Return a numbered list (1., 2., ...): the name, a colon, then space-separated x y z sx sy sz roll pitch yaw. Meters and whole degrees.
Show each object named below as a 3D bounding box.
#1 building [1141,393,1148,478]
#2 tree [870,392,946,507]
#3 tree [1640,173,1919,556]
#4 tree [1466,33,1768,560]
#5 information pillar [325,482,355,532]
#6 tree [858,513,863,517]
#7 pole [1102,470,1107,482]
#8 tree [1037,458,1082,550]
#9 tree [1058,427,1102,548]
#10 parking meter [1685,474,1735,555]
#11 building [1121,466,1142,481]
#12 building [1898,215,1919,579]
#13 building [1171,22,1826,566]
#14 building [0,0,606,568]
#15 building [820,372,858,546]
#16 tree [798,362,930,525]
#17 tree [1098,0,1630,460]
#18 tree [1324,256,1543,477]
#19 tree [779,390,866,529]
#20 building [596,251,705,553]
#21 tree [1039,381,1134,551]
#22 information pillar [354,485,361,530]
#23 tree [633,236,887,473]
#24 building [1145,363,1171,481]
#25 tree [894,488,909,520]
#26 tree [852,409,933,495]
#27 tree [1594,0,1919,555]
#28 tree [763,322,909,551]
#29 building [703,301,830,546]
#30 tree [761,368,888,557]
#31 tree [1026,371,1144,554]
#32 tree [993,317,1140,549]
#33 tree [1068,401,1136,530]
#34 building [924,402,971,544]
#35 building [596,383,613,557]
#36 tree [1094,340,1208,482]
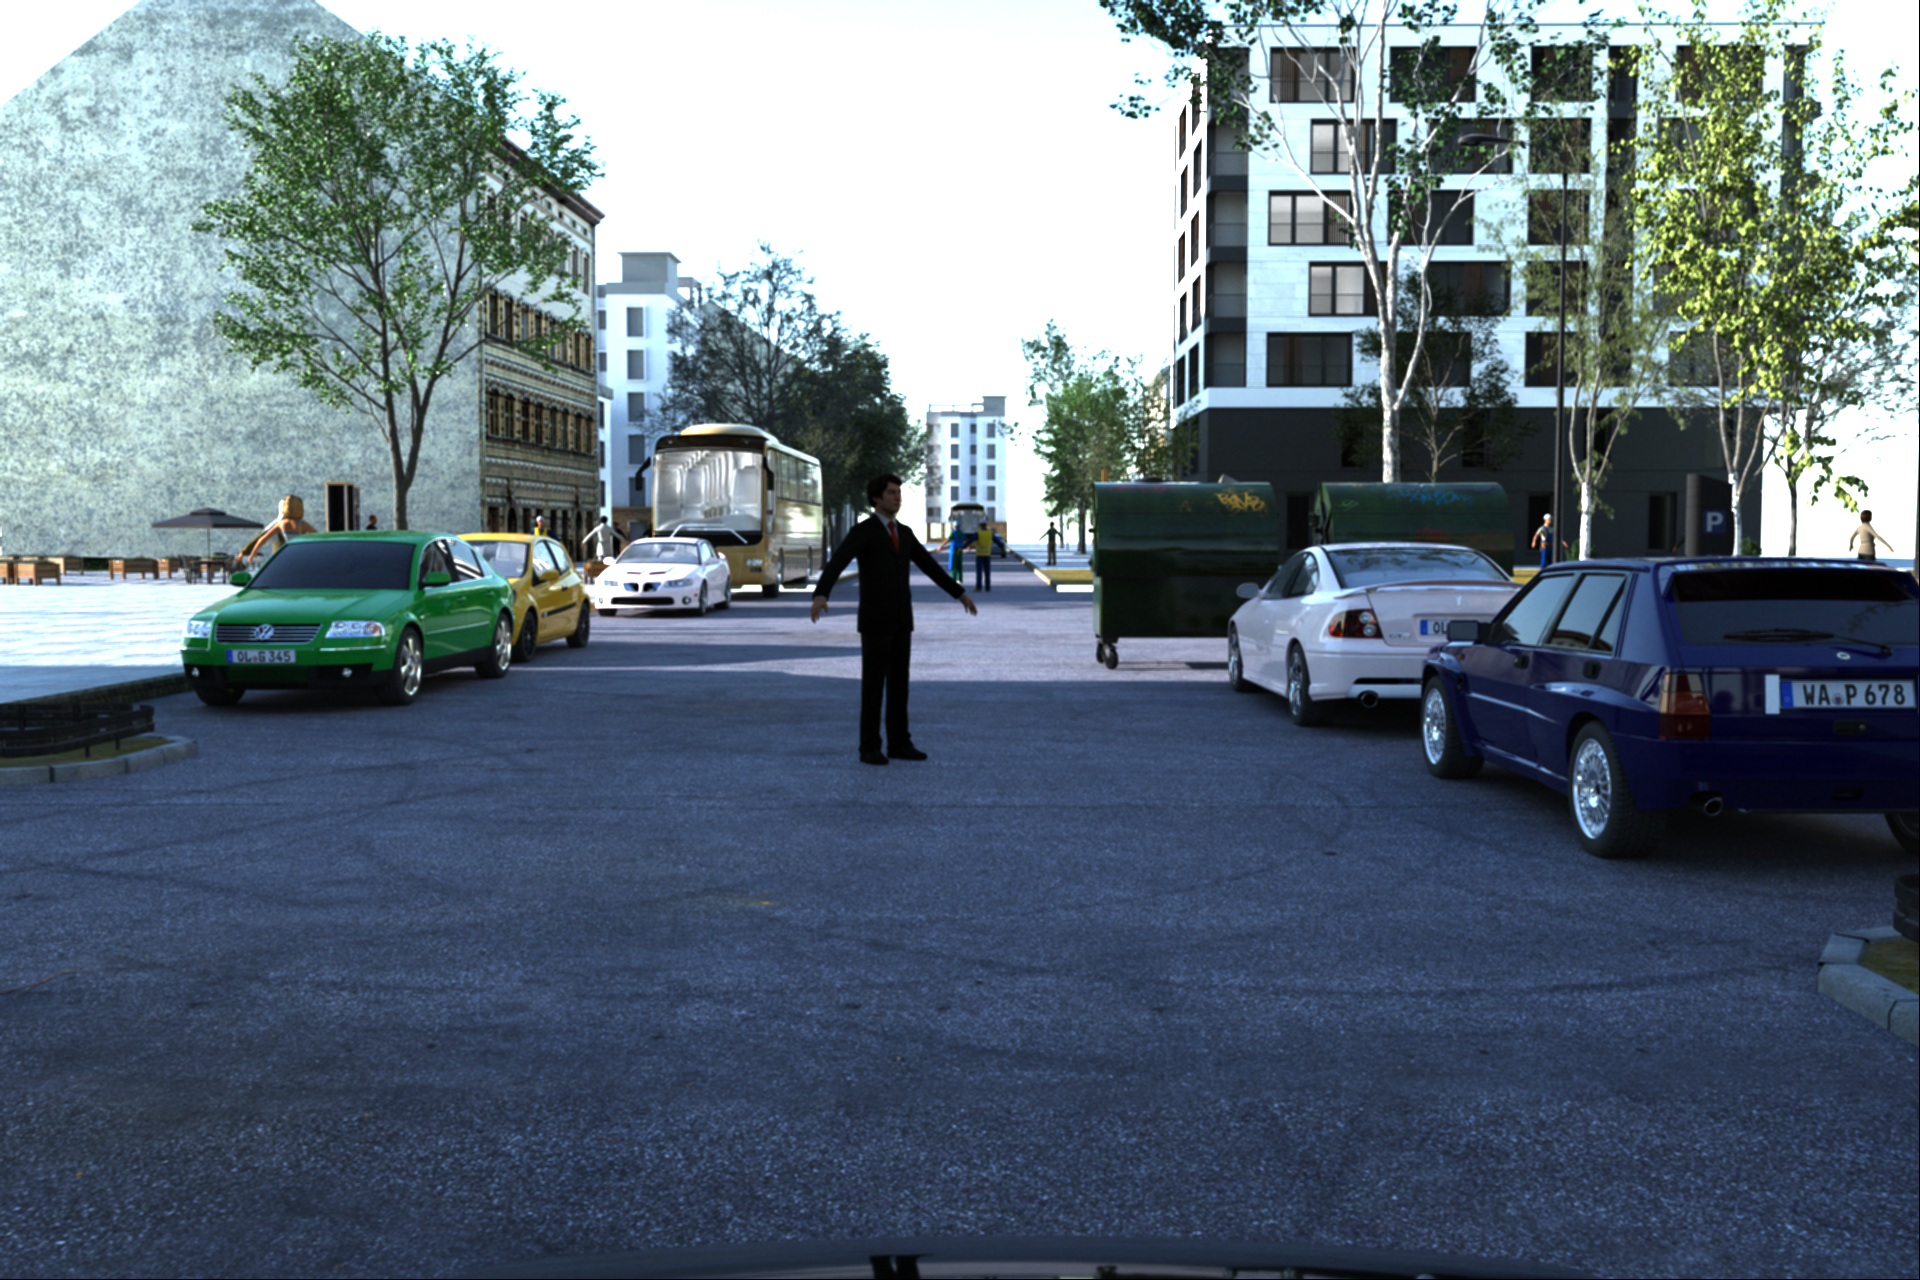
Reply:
1. building: 29.843 -21.831 187.862 19.493 23.208 18.063 0 4 1
2. tree: -6.521 -14.649 149.873 12.009 13.543 11.850 0 3 0
3. tree: 28.939 -9.142 59.848 12.009 13.543 11.850 0 3 0
4. tree: 9.391 -4.657 26.506 4.360 8.622 3.978 0 3 0
5. information pillar: -8.858 -1.242 24.806 0.304 2.012 0.304 0 4 1
6. tree: -17.359 -20.262 237.936 9.857 13.997 8.962 0 3 0
7. pole: 4.591 -3.742 55.026 0.158 3.312 0.155 0 3 0
8. tree: 8.641 -11.418 137.045 4.360 8.622 3.978 0 3 0
9. tree: 8.294 -10.357 119.701 4.360 8.622 3.978 0 3 0
10. parking meter: 7.307 -0.684 16.900 0.399 1.863 0.255 0 4 1
11. building: 25.548 -16.693 215.081 9.099 9.664 28.070 0 4 1
12. building: 30.292 -15.422 31.742 16.754 29.471 25.880 0 4 1
13. building: 24.204 -14.804 86.023 27.936 21.610 32.646 0 4 1
14. building: -26.759 -14.831 73.415 19.493 23.208 18.063 0 4 2
15. building: -21.703 -20.726 205.327 16.747 18.905 31.486 0 4 1
16. tree: -7.207 -12.814 119.872 12.009 13.543 11.850 0 3 0
17. tree: 8.264 -11.120 37.709 12.611 20.169 13.585 0 3 0
18. tree: 15.925 -7.602 58.701 7.601 10.594 8.767 0 4 5
19. tree: -7.610 -8.474 88.912 4.360 8.622 3.978 0 3 0
20. building: -24.350 -15.954 117.262 16.016 20.090 11.380 0 4 1
21. tree: 9.273 -12.832 127.922 7.486 12.596 7.792 0 3 0
22. information pillar: -9.248 -1.326 26.172 0.304 2.012 0.304 0 4 1
23. tree: -7.893 -9.808 70.731 12.009 13.543 11.850 0 3 0
24. building: 28.429 -20.697 169.325 19.493 23.208 18.063 0 4 1
25. tree: -8.399 -17.345 233.947 4.360 8.622 3.978 0 3 0
26. tree: -6.259 -12.957 137.601 9.928 11.665 9.643 0 3 0
27. tree: 9.731 -4.330 21.160 4.737 8.622 4.395 0 3 0
28. tree: -7.517 -12.199 106.114 9.857 13.997 8.962 0 3 0
29. building: -23.137 -20.833 171.553 19.493 23.208 18.063 0 4 1
30. tree: -7.364 -9.884 96.013 7.601 10.594 8.767 1 4 16
31. tree: 7.887 -11.269 110.009 9.928 11.665 9.643 0 3 0
32. tree: 9.229 -17.934 149.113 12.611 20.169 13.585 0 3 0
33. tree: 7.680 -8.936 96.473 4.360 8.622 3.978 0 3 0
34. building: -4.573 -23.305 239.916 11.380 20.090 16.016 0 4 1
35. building: -24.614 -9.679 100.397 9.099 9.664 28.070 0 4 1
36. tree: 7.276 -7.116 66.701 4.737 8.622 4.395 0 3 0
